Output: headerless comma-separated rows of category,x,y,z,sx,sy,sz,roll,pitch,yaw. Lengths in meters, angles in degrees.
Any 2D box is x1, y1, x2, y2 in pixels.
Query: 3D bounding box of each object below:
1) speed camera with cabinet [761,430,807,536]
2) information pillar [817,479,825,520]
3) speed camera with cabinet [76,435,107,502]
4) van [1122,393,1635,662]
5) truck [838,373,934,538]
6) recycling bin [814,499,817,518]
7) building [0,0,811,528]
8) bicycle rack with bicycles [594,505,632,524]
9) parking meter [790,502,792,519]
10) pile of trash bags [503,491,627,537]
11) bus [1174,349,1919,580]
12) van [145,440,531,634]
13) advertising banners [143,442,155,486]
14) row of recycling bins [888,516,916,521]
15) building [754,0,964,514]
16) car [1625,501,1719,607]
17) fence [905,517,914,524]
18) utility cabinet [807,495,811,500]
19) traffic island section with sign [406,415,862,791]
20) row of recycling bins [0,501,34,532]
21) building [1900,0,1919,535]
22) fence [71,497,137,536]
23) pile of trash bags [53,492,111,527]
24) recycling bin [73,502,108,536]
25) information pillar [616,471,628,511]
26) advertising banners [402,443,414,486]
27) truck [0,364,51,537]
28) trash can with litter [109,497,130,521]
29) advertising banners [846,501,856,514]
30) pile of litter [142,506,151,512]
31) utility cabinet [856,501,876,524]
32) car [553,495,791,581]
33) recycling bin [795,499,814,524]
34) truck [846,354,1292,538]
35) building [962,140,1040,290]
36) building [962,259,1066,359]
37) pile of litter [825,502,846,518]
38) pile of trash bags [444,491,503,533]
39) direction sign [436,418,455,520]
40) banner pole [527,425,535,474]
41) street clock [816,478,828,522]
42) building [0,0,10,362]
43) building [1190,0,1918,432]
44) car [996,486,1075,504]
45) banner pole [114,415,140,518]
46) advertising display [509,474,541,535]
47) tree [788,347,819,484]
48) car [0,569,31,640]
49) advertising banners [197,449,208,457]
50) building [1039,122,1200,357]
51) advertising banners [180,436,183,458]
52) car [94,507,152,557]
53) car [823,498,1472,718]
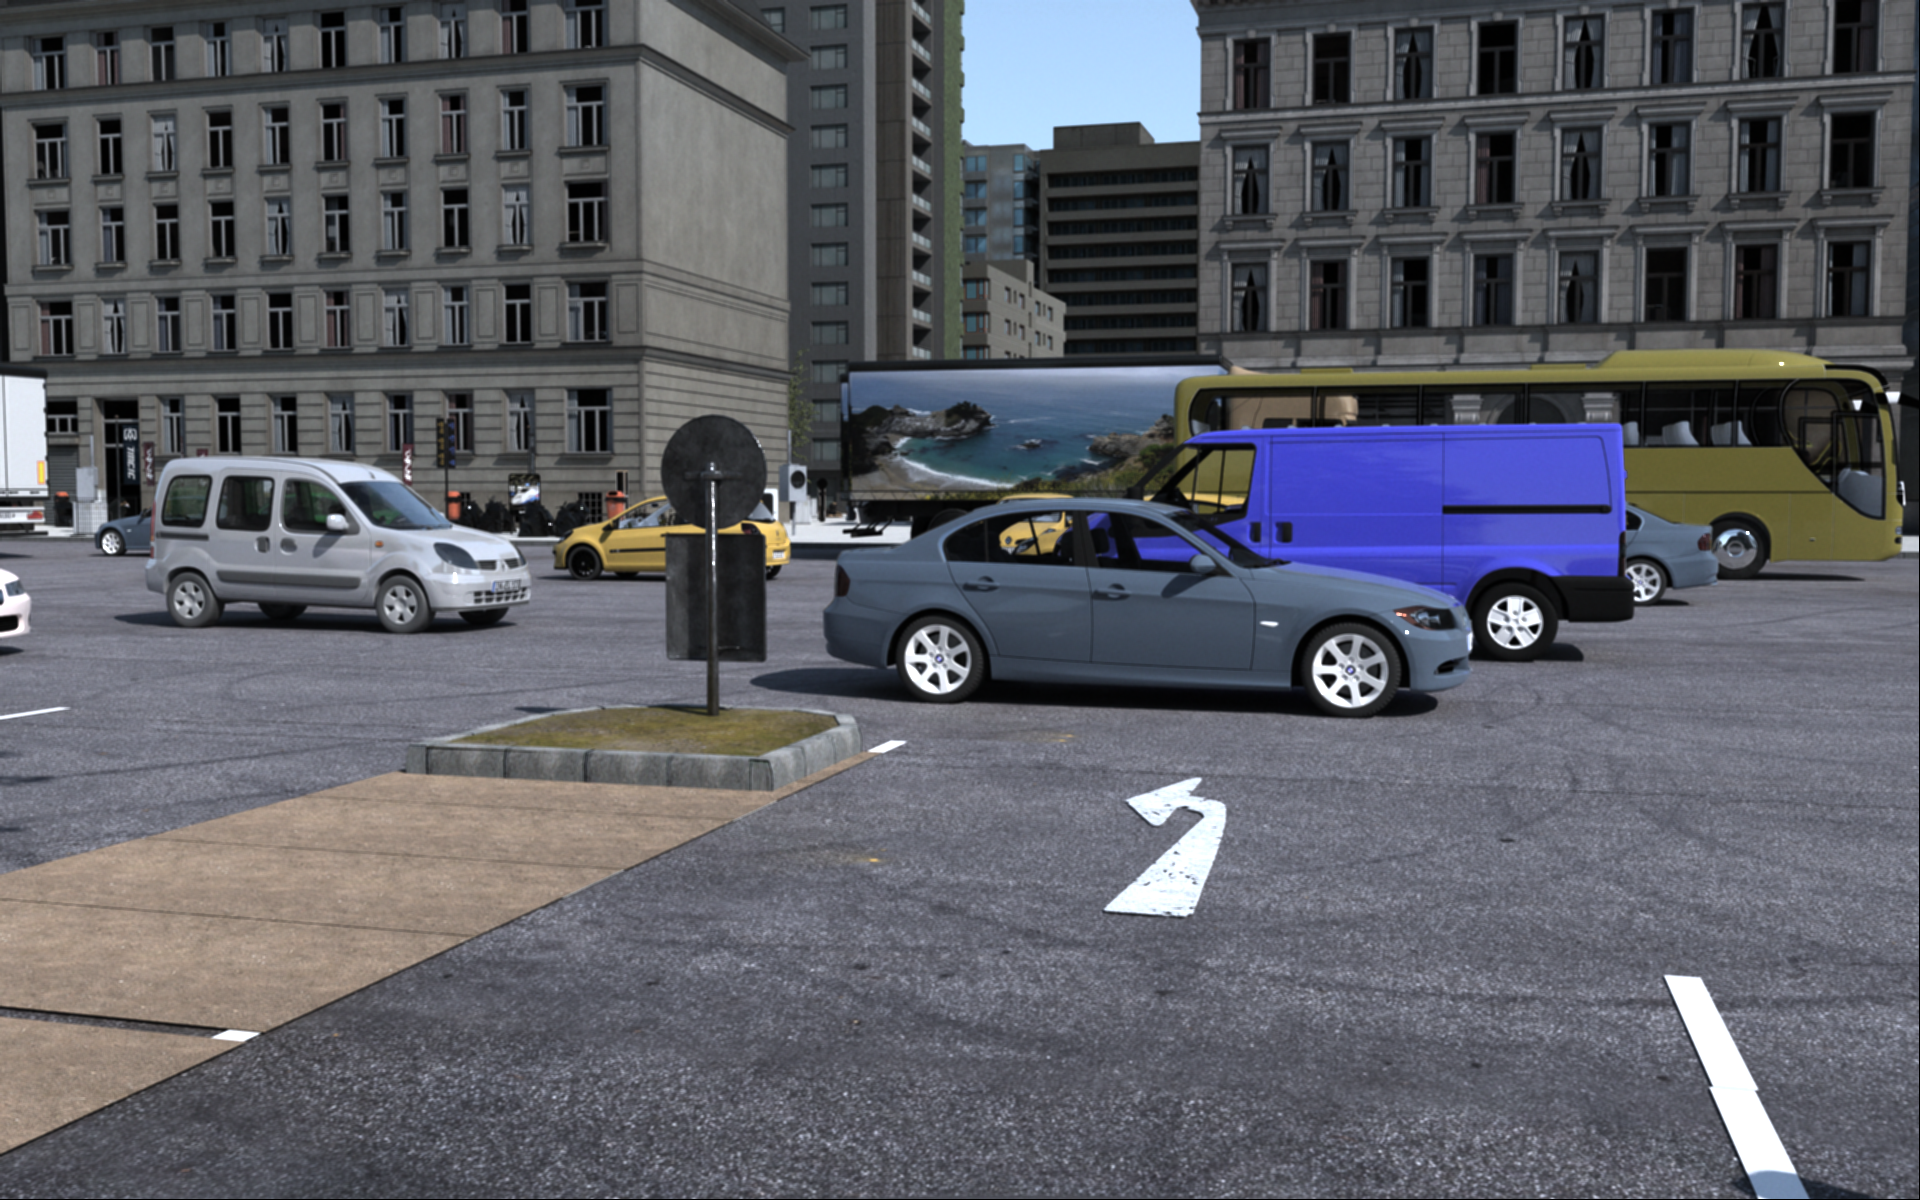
speed camera with cabinet,-5.664,-3.580,52.871,2.038,3.252,0.660,-3,5,-40
information pillar,-6.815,-4.938,85.229,0.304,2.012,0.304,-2,4,-25
speed camera with cabinet,-29.674,-3.964,59.146,0.660,3.252,2.038,-1,4,-16
van,3.408,-0.711,16.010,5.245,2.365,2.240,1,4,16
truck,2.911,-3.115,39.846,11.283,4.237,2.839,1,4,16
recycling bin,-8.188,-4.969,93.790,0.722,1.027,0.722,1,4,14
building,-23.281,-14.707,73.745,30.059,22.955,16.112,1,4,16
bicycle rack with bicycles,-11.101,-2.761,58.521,2.852,0.926,2.925,-2,4,-31
parking meter,-8.429,-4.855,87.784,0.372,1.533,0.369,0,3,0
pile of trash bags,-11.549,-2.572,51.799,3.447,1.369,1.912,1,4,17
bus,10.031,-2.389,30.601,12.252,3.916,2.896,1,4,15
van,-6.709,-0.721,18.804,4.112,2.044,2.013,1,4,18
advertising banners,-26.368,-3.748,57.470,2.074,3.025,0.090,2,4,28
row of recycling bins,-2.283,-4.581,82.006,3.534,1.692,1.069,-1,4,-13
building,-8.303,-26.642,119.191,14.154,41.232,14.086,1,4,16
car,7.696,-0.683,23.176,4.499,1.417,2.014,1,4,16
fence,-1.847,-3.851,74.172,0.480,1.192,2.264,-1,4,-16
utility cabinet,-7.608,-4.537,85.345,0.306,1.237,1.020,0,4,7
traffic island section with sign,-1.593,-0.080,9.449,2.006,1.907,1.989,1,4,16
row of recycling bins,-32.865,-3.180,59.102,1.069,1.692,3.534,0,4,0
building,42.797,-15.660,53.308,25.104,27.353,12.463,1,4,16
fence,-25.809,-2.519,52.392,2.264,1.192,0.480,1,4,14
pile of trash bags,-34.546,-3.553,67.841,3.447,1.369,1.912,3,4,38
recycling bin,-27.062,-2.529,53.899,0.722,1.027,0.722,1,4,11
information pillar,-10.700,-3.081,54.871,0.304,2.012,0.304,1,4,10
advertising banners,-19.395,-3.848,59.106,0.090,3.025,2.074,2,4,30
truck,-26.010,-3.073,39.150,11.283,4.237,2.839,1,4,17
trash can with litter,-30.937,-3.170,63.216,0.624,1.170,1.055,2,4,33
advertising banners,-6.437,-6.815,107.619,0.090,3.025,2.074,-3,5,-40
pile of litter,-29.555,-2.970,62.529,1.176,0.858,1.719,0,4,5
utility cabinet,-3.964,-3.860,74.268,1.020,1.237,0.306,-2,4,-32
car,-4.855,-1.148,29.001,3.980,1.641,2.015,1,4,16
recycling bin,-6.698,-3.735,73.628,0.722,1.027,0.722,0,4,0
truck,3.339,-2.908,36.451,11.283,4.237,2.839,1,4,14
building,-1.468,-37.788,237.449,30.456,49.044,23.786,1,4,16
building,-8.088,-18.509,147.668,28.899,21.520,27.650,1,4,16
pile of litter,-6.933,-4.945,94.810,1.719,0.858,1.176,1,4,14
pile of trash bags,-16.031,-2.892,57.044,1.912,1.369,3.447,1,4,9
direction sign,-15.393,-3.665,51.923,0.379,3.537,0.876,1,4,19
banner pole,-15.548,-4.454,62.844,0.401,3.779,0.863,-2,4,-33
street clock,-6.366,-4.609,79.931,0.471,2.002,0.358,-1,4,-20
building,-49.940,-17.544,80.358,24.014,27.812,14.314,1,4,16
building,10.346,-12.850,60.999,40.483,20.767,10.553,1,4,16
car,1.346,-1.308,31.603,2.015,1.641,3.980,1,4,16
banner pole,-26.442,-3.970,54.921,0.863,3.779,0.401,-1,4,-12
advertising display,-13.795,-3.040,54.912,0.974,1.923,0.123,-1,4,-11
tree,-8.511,-8.068,82.275,4.737,8.622,4.395,0,3,0
car,-10.706,-0.194,15.535,4.827,1.381,2.083,1,4,16
advertising banners,-29.914,-4.329,66.962,2.074,3.025,0.090,1,4,15
building,23.162,-37.017,228.927,21.600,48.544,21.300,1,4,16
advertising banners,-23.790,-3.491,53.259,0.090,3.025,2.074,-1,4,-16
car,-17.788,-1.717,40.074,4.499,1.417,2.014,1,4,16
car,1.290,-0.015,12.245,4.499,1.417,2.014,1,4,16
